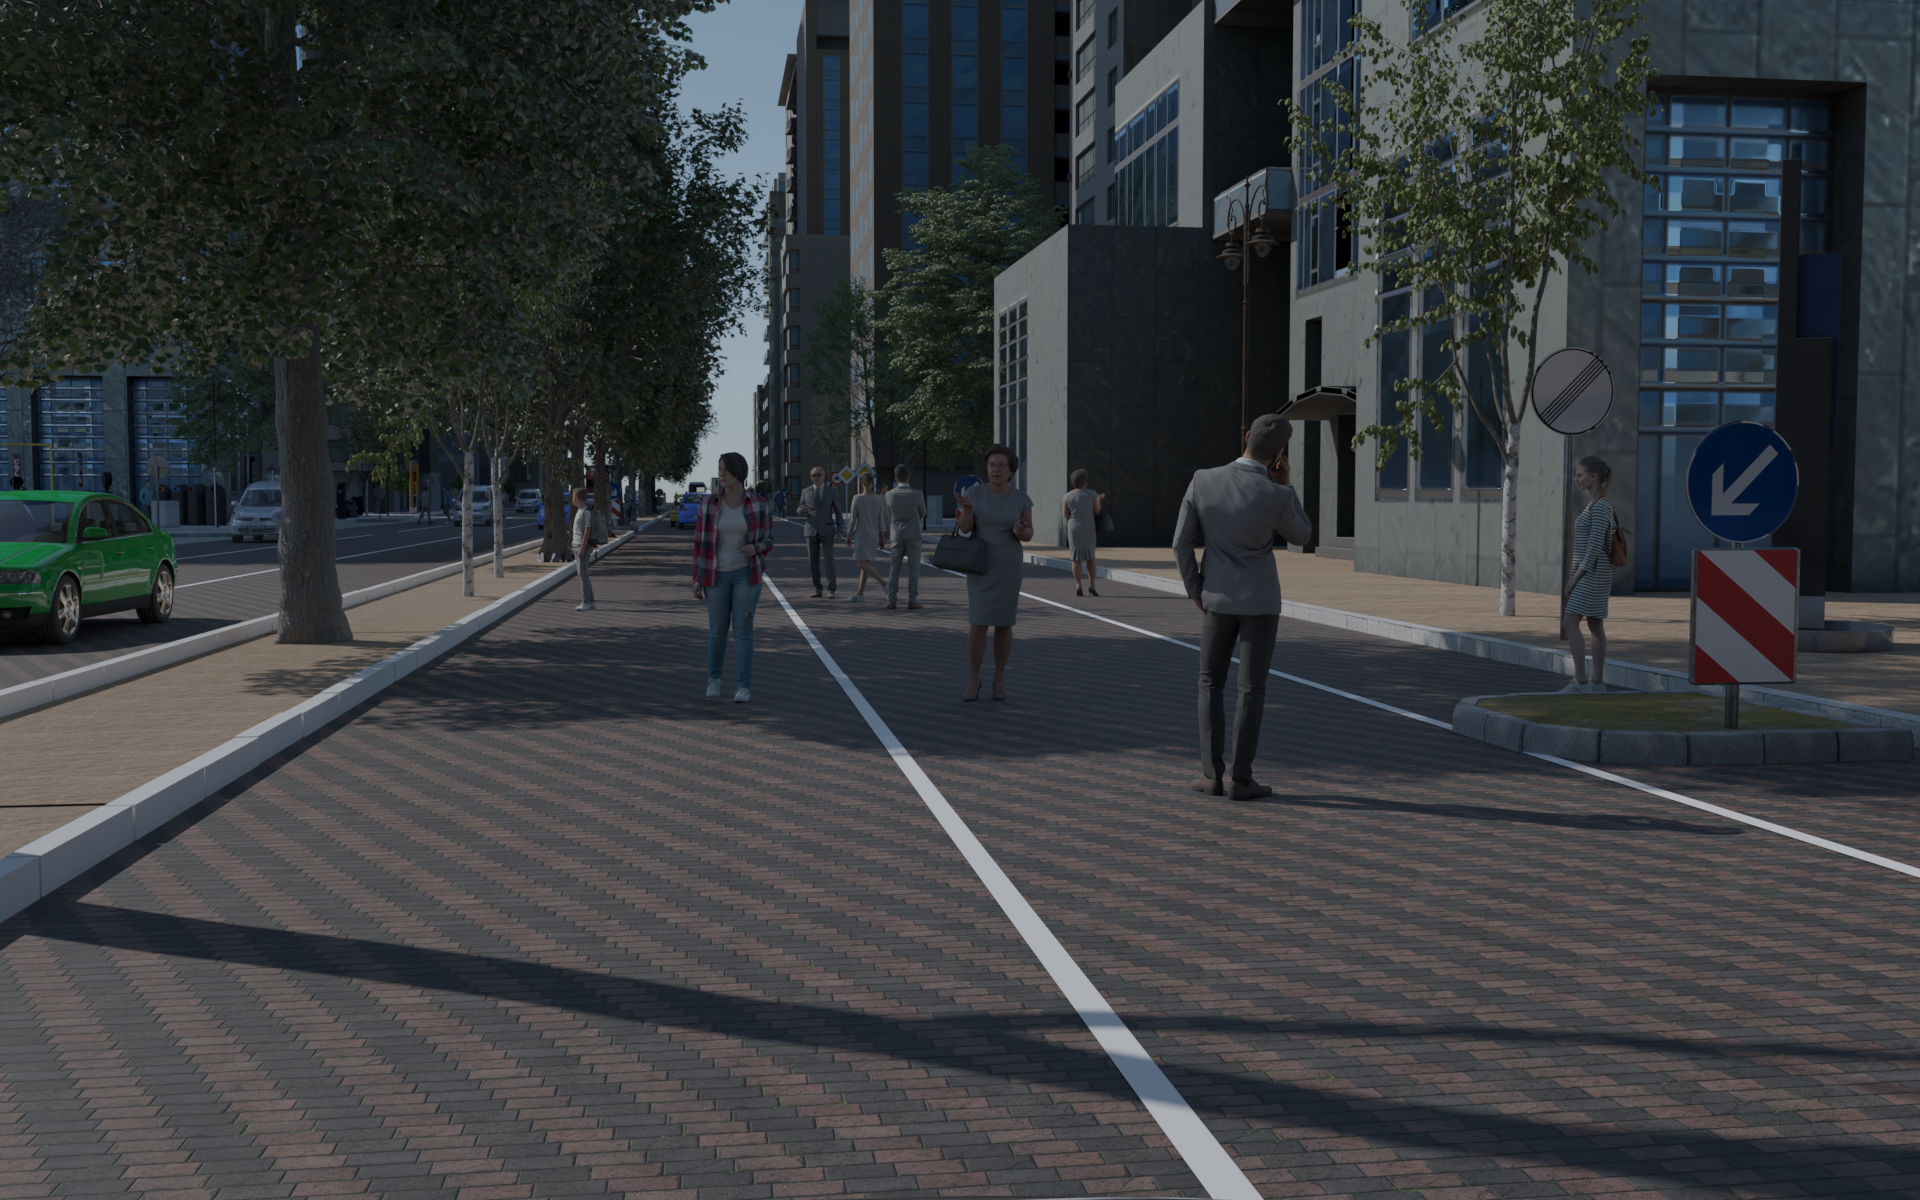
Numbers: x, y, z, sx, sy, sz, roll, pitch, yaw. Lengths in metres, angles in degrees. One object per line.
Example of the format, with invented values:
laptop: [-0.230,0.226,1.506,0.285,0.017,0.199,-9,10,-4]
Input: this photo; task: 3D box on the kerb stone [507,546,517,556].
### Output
kerb stone: [-10.615,-1.141,40.846,0.120,0.150,1.000,-1,4,-8]

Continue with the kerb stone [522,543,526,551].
kerb stone: [-10.924,-1.260,42.870,0.120,0.150,1.000,-1,4,-8]

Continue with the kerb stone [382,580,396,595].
kerb stone: [-8.193,-0.141,24.581,0.120,0.150,1.000,-1,4,-8]

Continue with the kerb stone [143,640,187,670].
kerb stone: [-6.679,0.474,14.446,0.120,0.150,1.000,-1,4,-8]

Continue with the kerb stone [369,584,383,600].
kerb stone: [-8.037,-0.079,23.571,0.120,0.150,1.000,-1,4,-8]

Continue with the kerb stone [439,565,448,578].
kerb stone: [-8.945,-0.457,29.661,0.120,0.150,1.000,-1,4,-8]

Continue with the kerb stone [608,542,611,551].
kerb stone: [-8.844,-1.282,43.153,0.120,0.150,1.000,-1,4,-8]

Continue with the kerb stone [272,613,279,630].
kerb stone: [-7.282,0.228,18.504,0.120,0.150,1.000,-1,4,-8]

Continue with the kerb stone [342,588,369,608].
kerb stone: [-7.895,-0.022,22.558,0.120,0.150,1.000,-1,4,-8]

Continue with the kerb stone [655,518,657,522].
kerb stone: [-14.955,-3.795,84.247,0.120,0.150,1.000,-1,4,-8]

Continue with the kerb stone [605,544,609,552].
kerb stone: [-8.687,-1.220,42.143,0.120,0.150,1.000,-1,4,-8]

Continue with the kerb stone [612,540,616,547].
kerb stone: [-9.140,-1.407,45.200,0.120,0.150,1.000,-1,4,-8]

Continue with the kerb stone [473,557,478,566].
kerb stone: [-9.563,-0.705,33.725,0.120,0.150,1.000,-1,4,-8]

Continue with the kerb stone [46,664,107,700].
kerb stone: [-6.374,0.598,12.419,0.120,0.150,1.000,-1,4,-8]

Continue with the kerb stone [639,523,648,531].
kerb stone: [-12.999,-2.988,71.067,0.120,0.150,1.000,-1,4,-8]

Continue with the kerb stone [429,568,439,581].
kerb stone: [-8.794,-0.394,28.641,0.120,0.150,1.000,-1,4,-8]

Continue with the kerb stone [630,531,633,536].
kerb stone: [-10.805,-2.089,56.346,0.120,0.150,1.000,-1,4,-8]

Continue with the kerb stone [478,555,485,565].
kerb stone: [-9.699,-0.767,34.739,0.120,0.150,1.000,-1,4,-8]

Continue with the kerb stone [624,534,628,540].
kerb stone: [-10.198,-1.841,52.297,0.120,0.150,1.000,-1,4,-8]

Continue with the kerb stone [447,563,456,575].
kerb stone: [-9.101,-0.519,30.676,0.120,0.150,1.000,-1,4,-8]

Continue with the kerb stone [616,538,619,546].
kerb stone: [-9.441,-1.529,47.225,0.120,0.150,1.000,-1,4,-8]

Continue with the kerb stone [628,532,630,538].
kerb stone: [-10.507,-1.962,54.324,0.120,0.150,1.000,-1,4,-8]

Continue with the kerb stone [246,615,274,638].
kerb stone: [-7.137,0.288,17.492,0.120,0.150,1.000,-1,4,-8]

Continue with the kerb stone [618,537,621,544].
kerb stone: [-9.600,-1.593,48.237,0.120,0.150,1.000,-1,4,-8]

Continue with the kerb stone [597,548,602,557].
kerb stone: [-8.224,-1.033,39.099,0.120,0.150,1.000,-1,4,-8]

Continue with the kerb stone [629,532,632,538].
kerb stone: [-10.647,-2.024,55.336,0.120,0.150,1.000,-1,4,-8]

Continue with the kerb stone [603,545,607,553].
kerb stone: [-8.535,-1.158,41.132,0.120,0.150,1.000,-1,4,-8]

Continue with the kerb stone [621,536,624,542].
kerb stone: [-9.903,-1.710,50.269,0.120,0.150,1.000,-1,4,-8]

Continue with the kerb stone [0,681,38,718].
kerb stone: [-6.227,0.660,11.407,0.120,0.150,1.000,-1,4,-8]

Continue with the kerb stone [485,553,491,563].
kerb stone: [-9.860,-0.828,35.754,0.120,0.150,1.000,-1,4,-8]

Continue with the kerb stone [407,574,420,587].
kerb stone: [-8.489,-0.271,26.619,0.120,0.150,1.000,-1,4,-8]

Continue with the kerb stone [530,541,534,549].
kerb stone: [-11.219,-1.385,44.895,0.120,0.150,1.000,-1,4,-8]

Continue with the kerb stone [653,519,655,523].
kerb stone: [-14.502,-3.609,81.204,0.120,0.150,1.000,-1,4,-8]

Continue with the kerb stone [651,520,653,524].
kerb stone: [-14.062,-3.423,78.164,0.120,0.150,1.000,-1,4,-8]

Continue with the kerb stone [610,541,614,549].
kerb stone: [-8.989,-1.343,44.176,0.120,0.150,1.000,-1,4,-8]

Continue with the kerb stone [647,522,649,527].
kerb stone: [-13.294,-3.113,73.100,0.120,0.150,1.000,-1,4,-8]

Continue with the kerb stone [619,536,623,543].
kerb stone: [-9.748,-1.649,49.254,0.120,0.150,1.000,-1,4,-8]

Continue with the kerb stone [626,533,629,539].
kerb stone: [-10.351,-1.903,53.313,0.120,0.150,1.000,-1,4,-8]

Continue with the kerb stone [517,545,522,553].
kerb stone: [-10.765,-1.195,41.857,0.120,0.150,1.000,-1,4,-8]

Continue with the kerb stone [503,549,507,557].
kerb stone: [-10.313,-1.016,38.802,0.120,0.150,1.000,-1,4,-8]

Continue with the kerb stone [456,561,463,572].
kerb stone: [-9.244,-0.581,31.688,0.120,0.150,1.000,-1,4,-8]

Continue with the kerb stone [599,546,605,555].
kerb stone: [-8.375,-1.096,40.113,0.120,0.150,1.000,-1,4,-8]

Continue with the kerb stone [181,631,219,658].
kerb stone: [-6.836,0.412,15.456,0.120,0.150,1.000,-1,4,-8]

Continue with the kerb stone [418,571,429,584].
kerb stone: [-8.645,-0.332,27.630,0.120,0.150,1.000,-1,4,-8]

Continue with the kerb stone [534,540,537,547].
kerb stone: [-11.377,-1.449,45.906,0.120,0.150,1.000,-1,4,-8]

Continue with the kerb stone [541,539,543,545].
kerb stone: [-11.674,-1.574,47.932,0.120,0.150,1.000,-1,4,-8]

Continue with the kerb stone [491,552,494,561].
kerb stone: [-10.011,-0.891,36.765,0.120,0.150,1.000,-1,4,-8]

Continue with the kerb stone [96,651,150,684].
kerb stone: [-6.525,0.536,13.436,0.120,0.150,1.000,-1,4,-8]

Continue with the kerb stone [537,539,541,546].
kerb stone: [-11.515,-1.512,46.919,0.120,0.150,1.000,-1,4,-8]

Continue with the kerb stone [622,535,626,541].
kerb stone: [-10.048,-1.779,51.286,0.120,0.150,1.000,-1,4,-8]

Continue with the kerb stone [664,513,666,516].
kerb stone: [-17.985,-5.035,104.521,0.120,0.150,1.000,-1,4,-8]

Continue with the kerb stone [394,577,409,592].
kerb stone: [-8.332,-0.208,25.595,0.120,0.150,1.000,-1,4,-8]

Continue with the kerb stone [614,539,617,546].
kerb stone: [-9.298,-1.465,46.210,0.120,0.150,1.000,-1,4,-8]

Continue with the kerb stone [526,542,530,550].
kerb stone: [-11.066,-1.319,43.884,0.120,0.150,1.000,-1,4,-8]

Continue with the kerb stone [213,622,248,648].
kerb stone: [-6.988,0.350,16.474,0.120,0.150,1.000,-1,4,-8]
